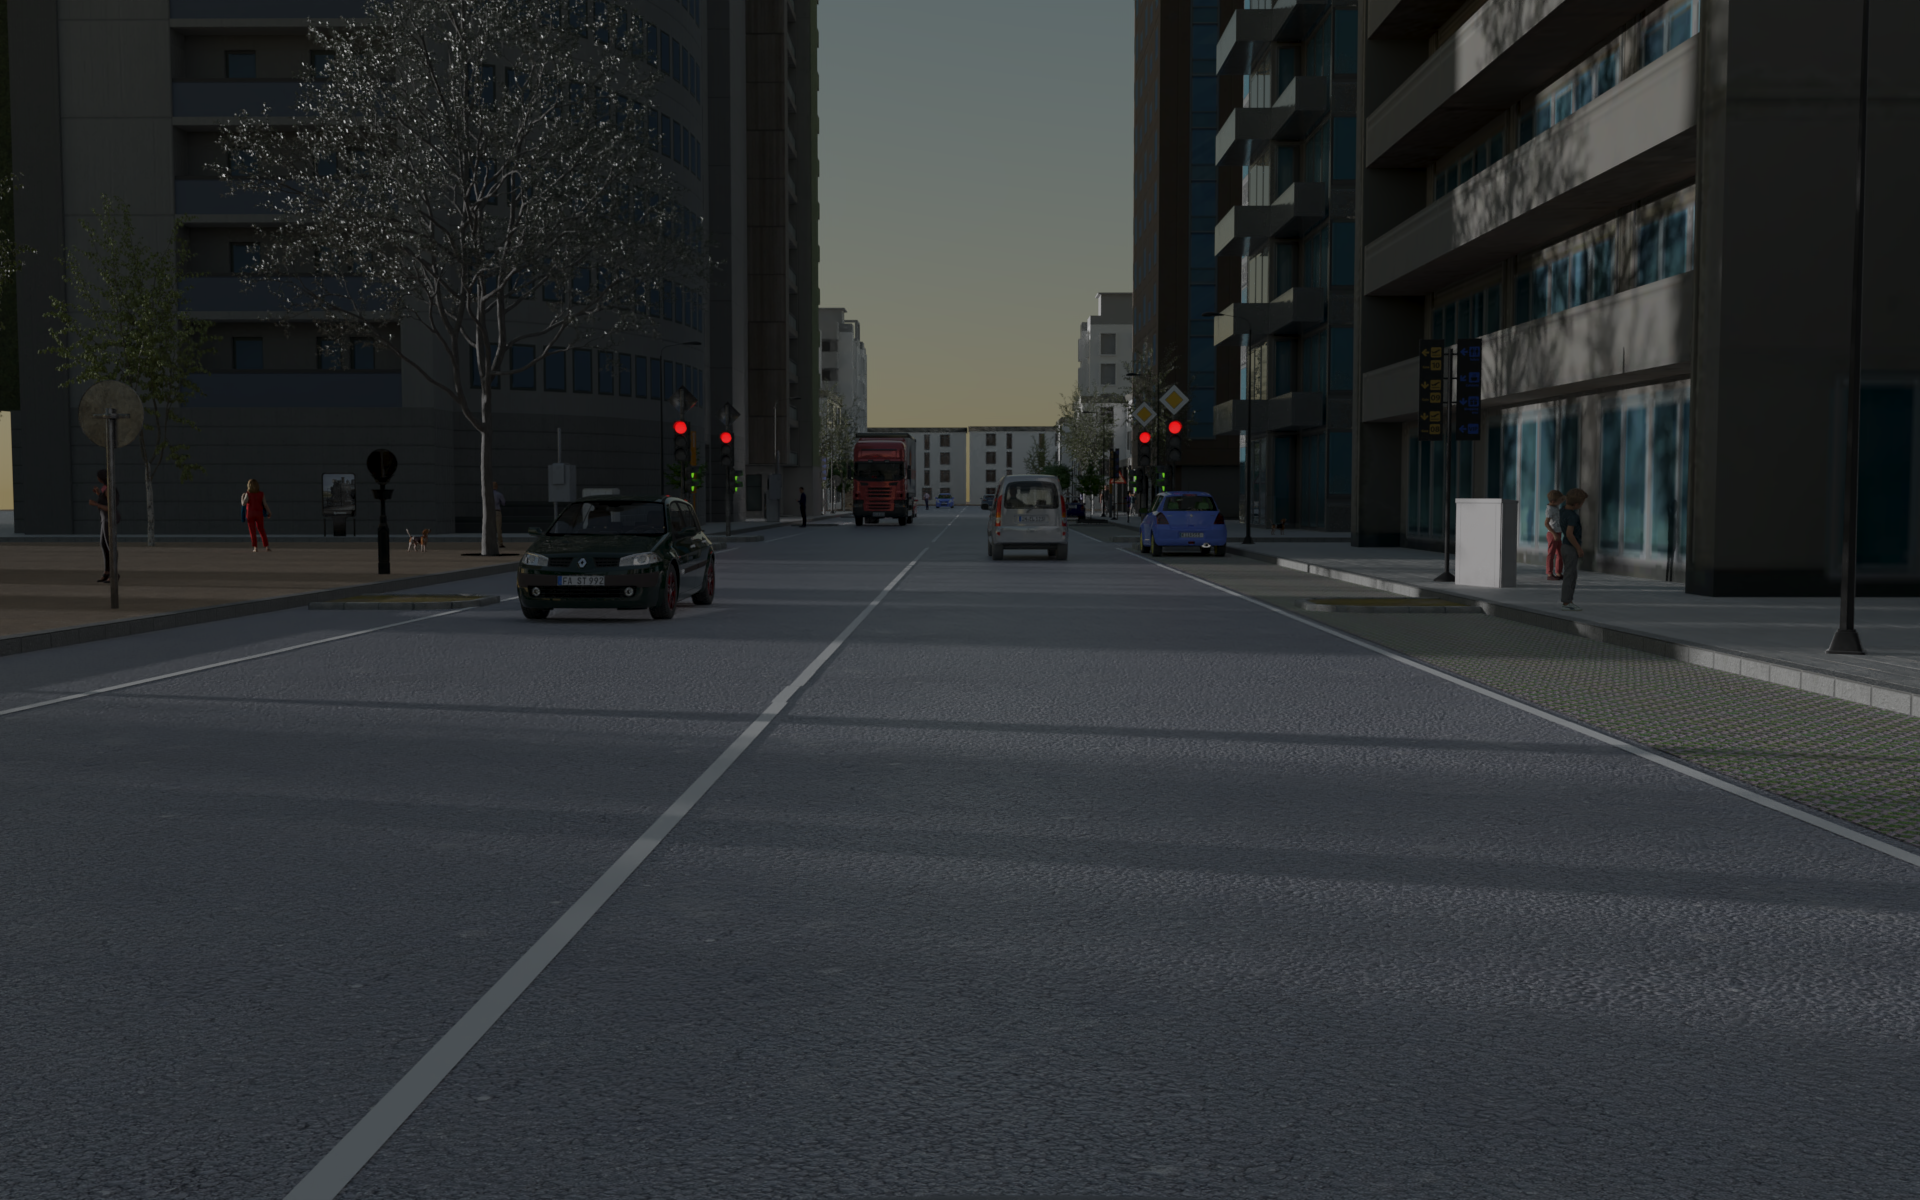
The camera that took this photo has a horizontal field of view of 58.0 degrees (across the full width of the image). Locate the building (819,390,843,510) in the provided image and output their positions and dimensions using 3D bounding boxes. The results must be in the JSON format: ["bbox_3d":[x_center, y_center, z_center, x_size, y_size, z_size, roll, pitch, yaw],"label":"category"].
[{"bbox_3d":[-14.954,-12.941,153.732,9.099,9.664,28.070,0,4,1],"label":"building"}]

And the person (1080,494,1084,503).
[{"bbox_3d":[8.408,-6.743,118.356,0.516,1.574,0.319,-3,5,-42],"label":"person"}]

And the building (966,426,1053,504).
[{"bbox_3d":[15.106,-16.901,218.481,28.070,9.664,9.099,0,4,1],"label":"building"}]

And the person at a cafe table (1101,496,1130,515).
[{"bbox_3d":[9.356,-5.873,104.539,1.622,1.524,1.698,1,4,13],"label":"person at a cafe table"}]

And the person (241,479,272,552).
[{"bbox_3d":[-15.675,-1.885,38.571,0.593,1.614,0.444,-1,4,-11],"label":"person"}]

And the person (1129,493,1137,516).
[{"bbox_3d":[10.111,-5.594,101.416,0.435,1.345,0.340,0,4,0],"label":"person"}]

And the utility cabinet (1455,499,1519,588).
[{"bbox_3d":[7.352,-0.797,24.193,0.306,1.237,1.020,-1,4,-20],"label":"utility cabinet"}]

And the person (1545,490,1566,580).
[{"bbox_3d":[8.889,-0.966,25.753,0.340,1.345,0.435,2,4,26],"label":"person"}]

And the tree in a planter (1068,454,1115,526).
[{"bbox_3d":[5.850,-4.894,77.231,1.991,3.239,1.994,0,4,1],"label":"tree in a planter"}]

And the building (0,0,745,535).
[{"bbox_3d":[-20.858,-32.101,66.850,21.231,58.520,28.212,0,4,1],"label":"building"}]

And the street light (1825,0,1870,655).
[{"bbox_3d":[6.604,-2.523,13.797,1.470,5.913,1.316,0,4,1],"label":"street light"}]

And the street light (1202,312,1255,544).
[{"bbox_3d":[6.856,-4.388,44.277,1.470,5.913,1.316,0,4,1],"label":"street light"}]

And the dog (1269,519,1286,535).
[{"bbox_3d":[9.997,-2.301,54.458,0.406,0.507,0.540,2,4,26],"label":"dog"}]

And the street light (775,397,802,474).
[{"bbox_3d":[-8.283,-6.759,83.046,1.470,5.913,1.316,0,4,1],"label":"street light"}]

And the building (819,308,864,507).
[{"bbox_3d":[-18.292,-19.404,173.669,16.016,20.091,11.380,0,4,1],"label":"building"}]

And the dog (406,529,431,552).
[{"bbox_3d":[-12.060,-1.331,38.598,0.540,0.507,0.406,-1,4,-15],"label":"dog"}]

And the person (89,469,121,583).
[{"bbox_3d":[-12.372,-1.071,25.018,0.593,1.643,0.415,2,4,25],"label":"person"}]

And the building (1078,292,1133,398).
[{"bbox_3d":[19.567,-19.061,168.072,16.016,20.091,11.380,0,4,1],"label":"building"}]

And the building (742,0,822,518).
[{"bbox_3d":[-15.459,-25.249,96.416,14.154,41.232,14.086,0,4,1],"label":"building"}]

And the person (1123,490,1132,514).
[{"bbox_3d":[10.770,-6.285,111.173,0.546,1.535,0.453,-2,4,-25],"label":"person"}]

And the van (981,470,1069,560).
[{"bbox_3d":[1.488,-1.950,38.889,2.013,2.044,4.112,0,4,-1],"label":"van"}]

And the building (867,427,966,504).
[{"bbox_3d":[-13.113,-16.917,218.738,28.070,9.664,9.099,0,4,1],"label":"building"}]

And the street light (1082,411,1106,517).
[{"bbox_3d":[7.512,-7.612,96.995,1.470,5.913,1.316,0,4,1],"label":"street light"}]

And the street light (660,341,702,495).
[{"bbox_3d":[-8.543,-4.905,52.732,1.470,5.913,1.316,0,4,1],"label":"street light"}]

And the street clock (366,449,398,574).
[{"bbox_3d":[-9.234,-1.416,27.719,0.471,2.002,0.358,-1,4,-18],"label":"street clock"}]

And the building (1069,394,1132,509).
[{"bbox_3d":[14.880,-12.610,148.315,9.099,9.664,28.070,0,4,1],"label":"building"}]

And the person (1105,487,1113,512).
[{"bbox_3d":[10.204,-6.919,119.314,0.875,1.805,0.789,-1,4,-21],"label":"person"}]

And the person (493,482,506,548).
[{"bbox_3d":[-11.126,-2.035,41.381,0.516,1.574,0.319,0,4,6],"label":"person"}]

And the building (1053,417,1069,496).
[{"bbox_3d":[15.555,-15.044,188.124,9.099,9.664,28.070,0,4,1],"label":"building"}]

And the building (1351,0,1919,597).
[{"bbox_3d":[20.120,-24.875,30.406,21.300,48.544,21.600,0,4,1],"label":"building"}]

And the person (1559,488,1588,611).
[{"bbox_3d":[6.754,-0.557,19.064,0.340,1.345,0.435,0,4,-5],"label":"person"}]

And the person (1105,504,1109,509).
[{"bbox_3d":[10.368,-6.944,121.791,0.471,1.553,0.569,3,5,42],"label":"person"}]

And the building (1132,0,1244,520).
[{"bbox_3d":[16.657,-26.955,90.822,14.600,45.320,14.200,0,4,1],"label":"building"}]

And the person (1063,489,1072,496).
[{"bbox_3d":[10.787,-10.245,173.558,1.348,1.824,0.705,1,4,14],"label":"person"}]

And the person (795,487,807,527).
[{"bbox_3d":[-6.819,-3.990,74.439,0.504,1.737,0.576,-1,4,-19],"label":"person"}]

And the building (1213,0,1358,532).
[{"bbox_3d":[25.160,-27.315,66.206,30.456,49.044,23.786,0,4,1],"label":"building"}]

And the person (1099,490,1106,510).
[{"bbox_3d":[10.293,-7.131,124.345,0.444,1.614,0.593,-3,5,-43],"label":"person"}]

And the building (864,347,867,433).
[{"bbox_3d":[-16.335,-20.664,194.268,11.380,20.091,16.016,0,4,1],"label":"building"}]

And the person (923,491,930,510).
[{"bbox_3d":[-3.075,-9.059,157.553,0.756,1.711,0.436,-2,4,-32],"label":"person"}]

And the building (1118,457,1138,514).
[{"bbox_3d":[21.660,-41.412,115.338,20.563,71.187,20.611,0,4,1],"label":"building"}]

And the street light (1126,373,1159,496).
[{"bbox_3d":[7.059,-5.747,66.497,1.470,5.913,1.316,0,4,1],"label":"street light"}]

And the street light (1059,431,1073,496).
[{"bbox_3d":[7.739,-9.483,127.590,1.470,5.913,1.316,0,4,1],"label":"street light"}]

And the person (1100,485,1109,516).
[{"bbox_3d":[8.483,-5.813,101.220,0.598,1.807,0.434,2,4,26],"label":"person"}]

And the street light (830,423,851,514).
[{"bbox_3d":[-7.835,-8.617,113.431,1.470,5.913,1.316,0,4,1],"label":"street light"}]
